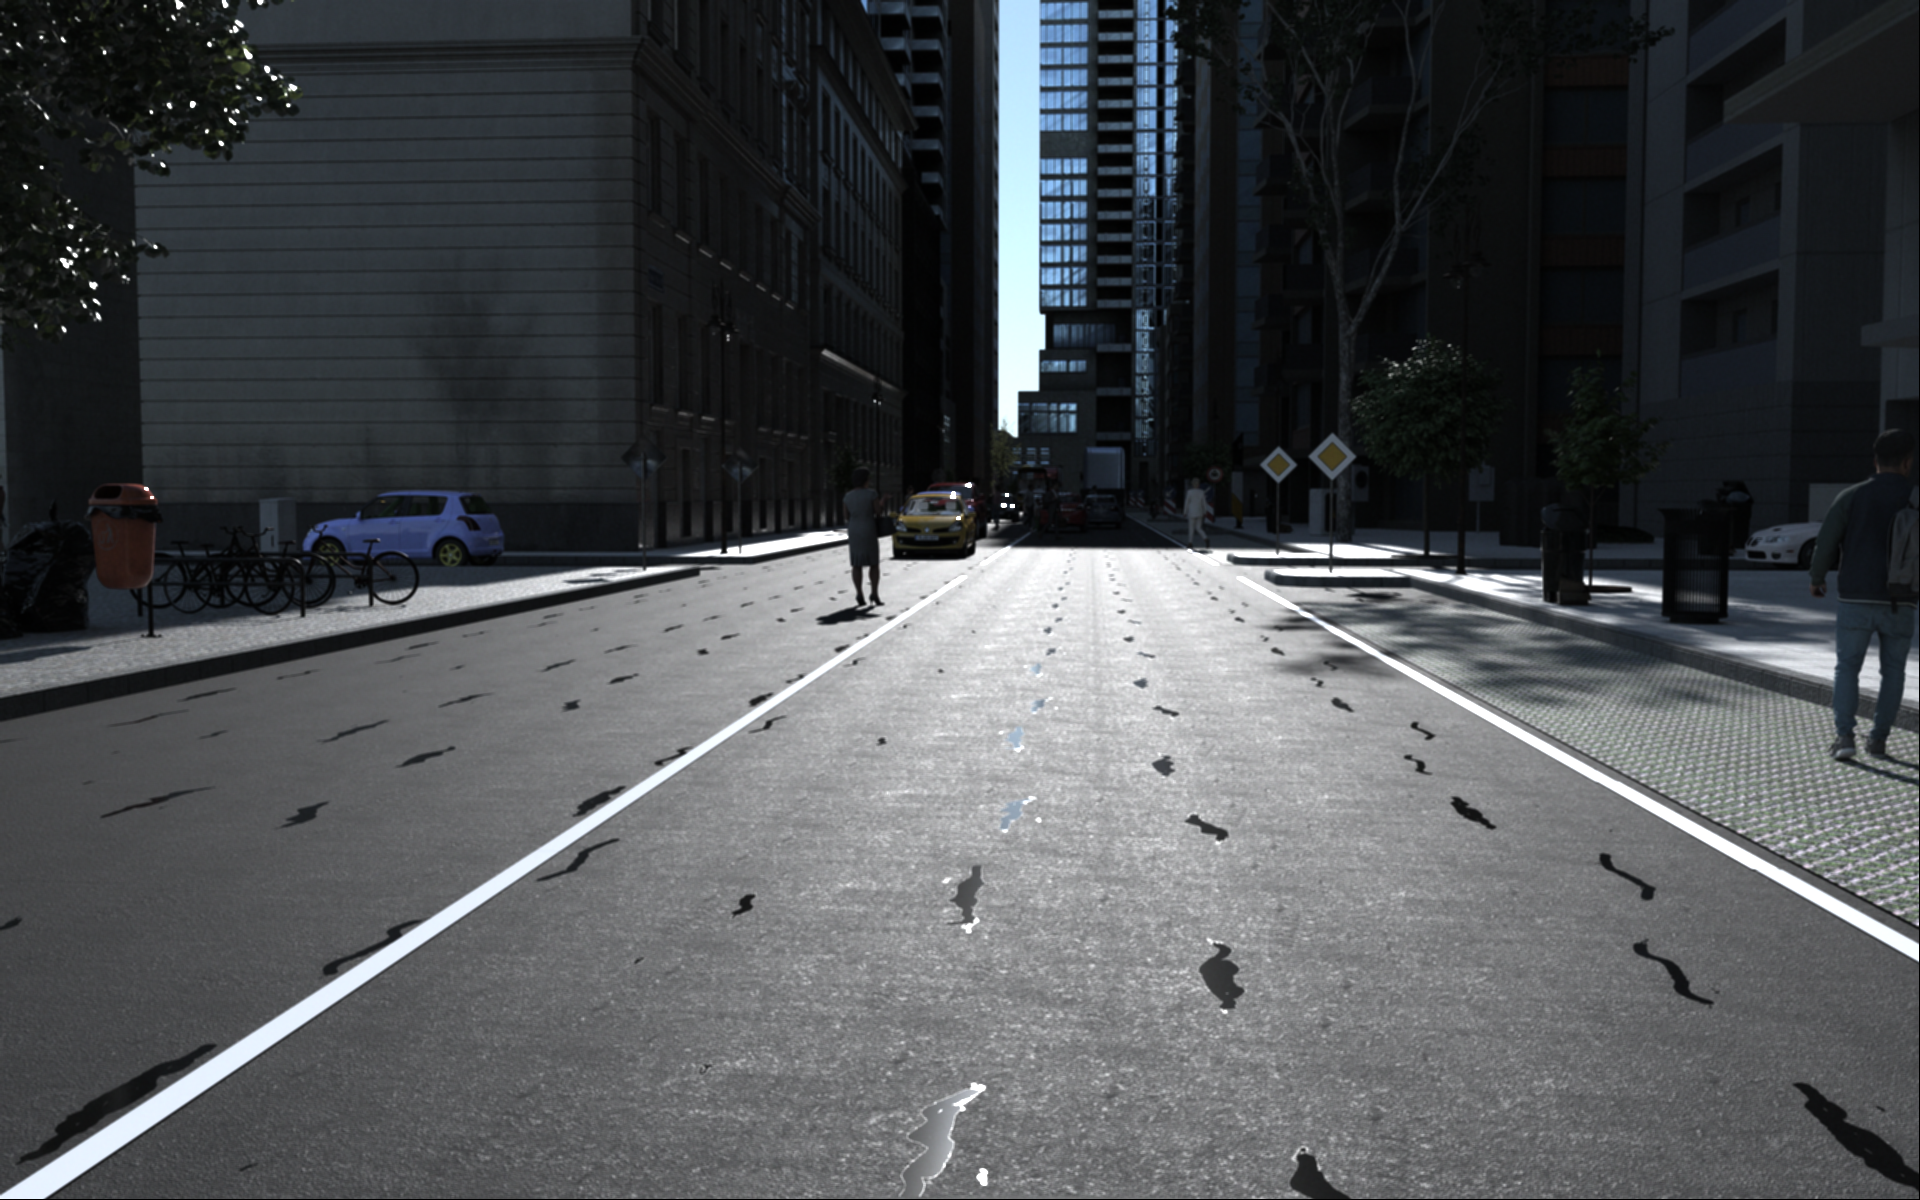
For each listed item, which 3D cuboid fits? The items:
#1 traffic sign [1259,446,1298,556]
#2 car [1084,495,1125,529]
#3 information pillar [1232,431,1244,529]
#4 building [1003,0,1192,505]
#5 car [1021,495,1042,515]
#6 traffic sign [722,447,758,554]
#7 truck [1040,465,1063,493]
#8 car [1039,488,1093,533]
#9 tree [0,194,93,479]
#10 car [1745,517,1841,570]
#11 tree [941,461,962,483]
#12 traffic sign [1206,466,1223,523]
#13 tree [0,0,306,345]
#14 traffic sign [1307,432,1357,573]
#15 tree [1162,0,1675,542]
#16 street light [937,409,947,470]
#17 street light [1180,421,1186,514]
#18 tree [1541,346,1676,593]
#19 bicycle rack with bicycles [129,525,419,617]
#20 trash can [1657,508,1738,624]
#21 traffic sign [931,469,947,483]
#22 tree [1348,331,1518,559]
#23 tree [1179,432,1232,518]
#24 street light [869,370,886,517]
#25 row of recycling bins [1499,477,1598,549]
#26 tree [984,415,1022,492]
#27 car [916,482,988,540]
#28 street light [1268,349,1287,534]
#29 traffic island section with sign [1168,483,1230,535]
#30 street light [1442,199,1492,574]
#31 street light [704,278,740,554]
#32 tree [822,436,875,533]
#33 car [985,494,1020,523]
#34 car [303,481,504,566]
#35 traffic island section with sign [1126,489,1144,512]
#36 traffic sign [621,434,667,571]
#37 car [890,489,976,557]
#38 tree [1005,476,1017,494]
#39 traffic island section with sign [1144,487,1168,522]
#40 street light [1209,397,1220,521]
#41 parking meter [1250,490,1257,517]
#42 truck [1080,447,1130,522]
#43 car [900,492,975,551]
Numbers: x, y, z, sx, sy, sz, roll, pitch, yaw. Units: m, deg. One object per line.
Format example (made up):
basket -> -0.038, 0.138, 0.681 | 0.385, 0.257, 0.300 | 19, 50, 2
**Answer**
traffic sign -> 6.621, -1.983, 36.068 | 0.795, 2.450, 0.064 | 0, 4, 4
car -> 5.916, -3.715, 72.744 | 2.014, 1.417, 4.499 | 0, 4, 6
information pillar -> 10.326, -4.468, 64.405 | 0.504, 3.616, 0.183 | -2, 4, -33
building -> 21.211, -54.522, 204.112 | 31.000, 86.520, 22.319 | 0, 4, 4
car -> 5.246, -6.480, 118.317 | 2.083, 1.381, 4.827 | 0, 4, 3
traffic sign -> -4.690, -2.036, 36.930 | 0.795, 2.450, 0.064 | 0, 4, 4
truck -> 8.534, -10.938, 167.757 | 2.839, 4.237, 11.283 | 0, 4, 6
car -> 3.937, -3.456, 65.552 | 2.155, 1.783, 4.494 | 0, 4, 6
tree -> -16.131, -4.677, 26.825 | 4.737, 8.622, 4.395 | 0, 3, 0
car -> 17.263, -1.222, 32.346 | 4.827, 1.381, 2.083 | 0, 4, 6
tree -> -0.584, -6.547, 101.639 | 1.663, 3.219, 1.824 | 0, 3, 0
traffic sign -> 11.459, -4.764, 77.993 | 0.768, 2.556, 0.104 | 0, 4, 6
tree -> -7.682, -6.300, 9.658 | 9.857, 13.997, 8.962 | 0, 3, 0
traffic sign -> 6.027, -1.496, 28.105 | 0.795, 2.450, 0.064 | 0, 4, 4
tree -> 11.192, -11.530, 44.409 | 12.611, 20.169, 13.585 | 0, 3, 0
street light -> -0.950, -7.326, 92.562 | 0.468, 5.910, 1.993 | 0, 4, 4
street light -> 14.219, -8.413, 110.339 | 0.468, 5.910, 1.993 | 0, 4, 4
tree -> 8.303, -1.722, 22.760 | 1.663, 3.219, 1.824 | 0, 3, 0
bicycle rack with bicycles -> -7.818, -0.350, 19.109 | 2.925, 0.926, 2.852 | 0, 4, 5
trash can -> 7.330, -0.343, 17.256 | 0.748, 1.137, 0.748 | 0, 3, 0
traffic sign -> -1.062, -5.311, 86.944 | 0.768, 2.556, 0.104 | 1, 4, 9
tree -> 9.561, -3.140, 35.054 | 4.285, 4.588, 4.351 | 0, 3, 0
tree -> 13.271, -6.641, 92.293 | 4.285, 4.588, 4.351 | 0, 3, 0
street light -> -3.076, -5.634, 64.900 | 0.468, 5.910, 1.993 | 0, 4, 4
row of recycling bins -> 14.192, -2.129, 41.927 | 1.069, 1.692, 3.534 | -1, 4, -12
tree -> 3.705, -12.976, 162.523 | 4.360, 8.622, 3.978 | 0, 3, 0
car -> -0.260, -2.911, 56.271 | 2.281, 1.827, 5.304 | 0, 4, 6
street light -> 10.143, -5.054, 55.428 | 0.468, 5.910, 1.993 | 0, 4, 4
traffic island section with sign -> 8.557, -3.242, 61.629 | 1.989, 1.847, 2.006 | 0, 4, 4
street light -> 8.021, -3.350, 27.555 | 0.468, 5.910, 1.993 | 0, 4, 4
street light -> -5.081, -3.935, 37.130 | 0.468, 5.910, 1.993 | 0, 4, 4
tree -> -3.717, -3.871, 57.891 | 1.663, 3.219, 1.824 | 0, 3, 0
car -> 2.087, -4.764, 87.681 | 2.009, 1.686, 4.222 | 0, 4, 5
car -> -10.676, -1.443, 33.181 | 3.694, 1.707, 1.945 | 0, 4, 6
traffic island section with sign -> 14.254, -7.909, 137.939 | 1.989, 1.847, 2.006 | 0, 4, 4
traffic sign -> -5.284, -1.549, 28.967 | 0.795, 2.450, 0.064 | 0, 4, 4
car -> -0.580, -1.856, 40.569 | 2.015, 1.641, 3.980 | 0, 4, 5
tree -> 5.922, -11.734, 186.446 | 1.663, 3.219, 1.824 | 0, 3, 0
traffic island section with sign -> 10.567, -4.886, 88.510 | 1.989, 1.847, 2.006 | 0, 4, 4
street light -> 12.129, -6.711, 82.510 | 0.468, 5.910, 1.993 | 0, 4, 4
parking meter -> 16.302, -5.374, 96.276 | 0.372, 1.533, 0.369 | 0, 3, 0
truck -> 7.618, -6.333, 93.304 | 2.967, 4.110, 18.799 | 0, 4, 6
car -> -0.561, -2.163, 44.951 | 1.945, 1.707, 3.694 | 0, 4, 4
